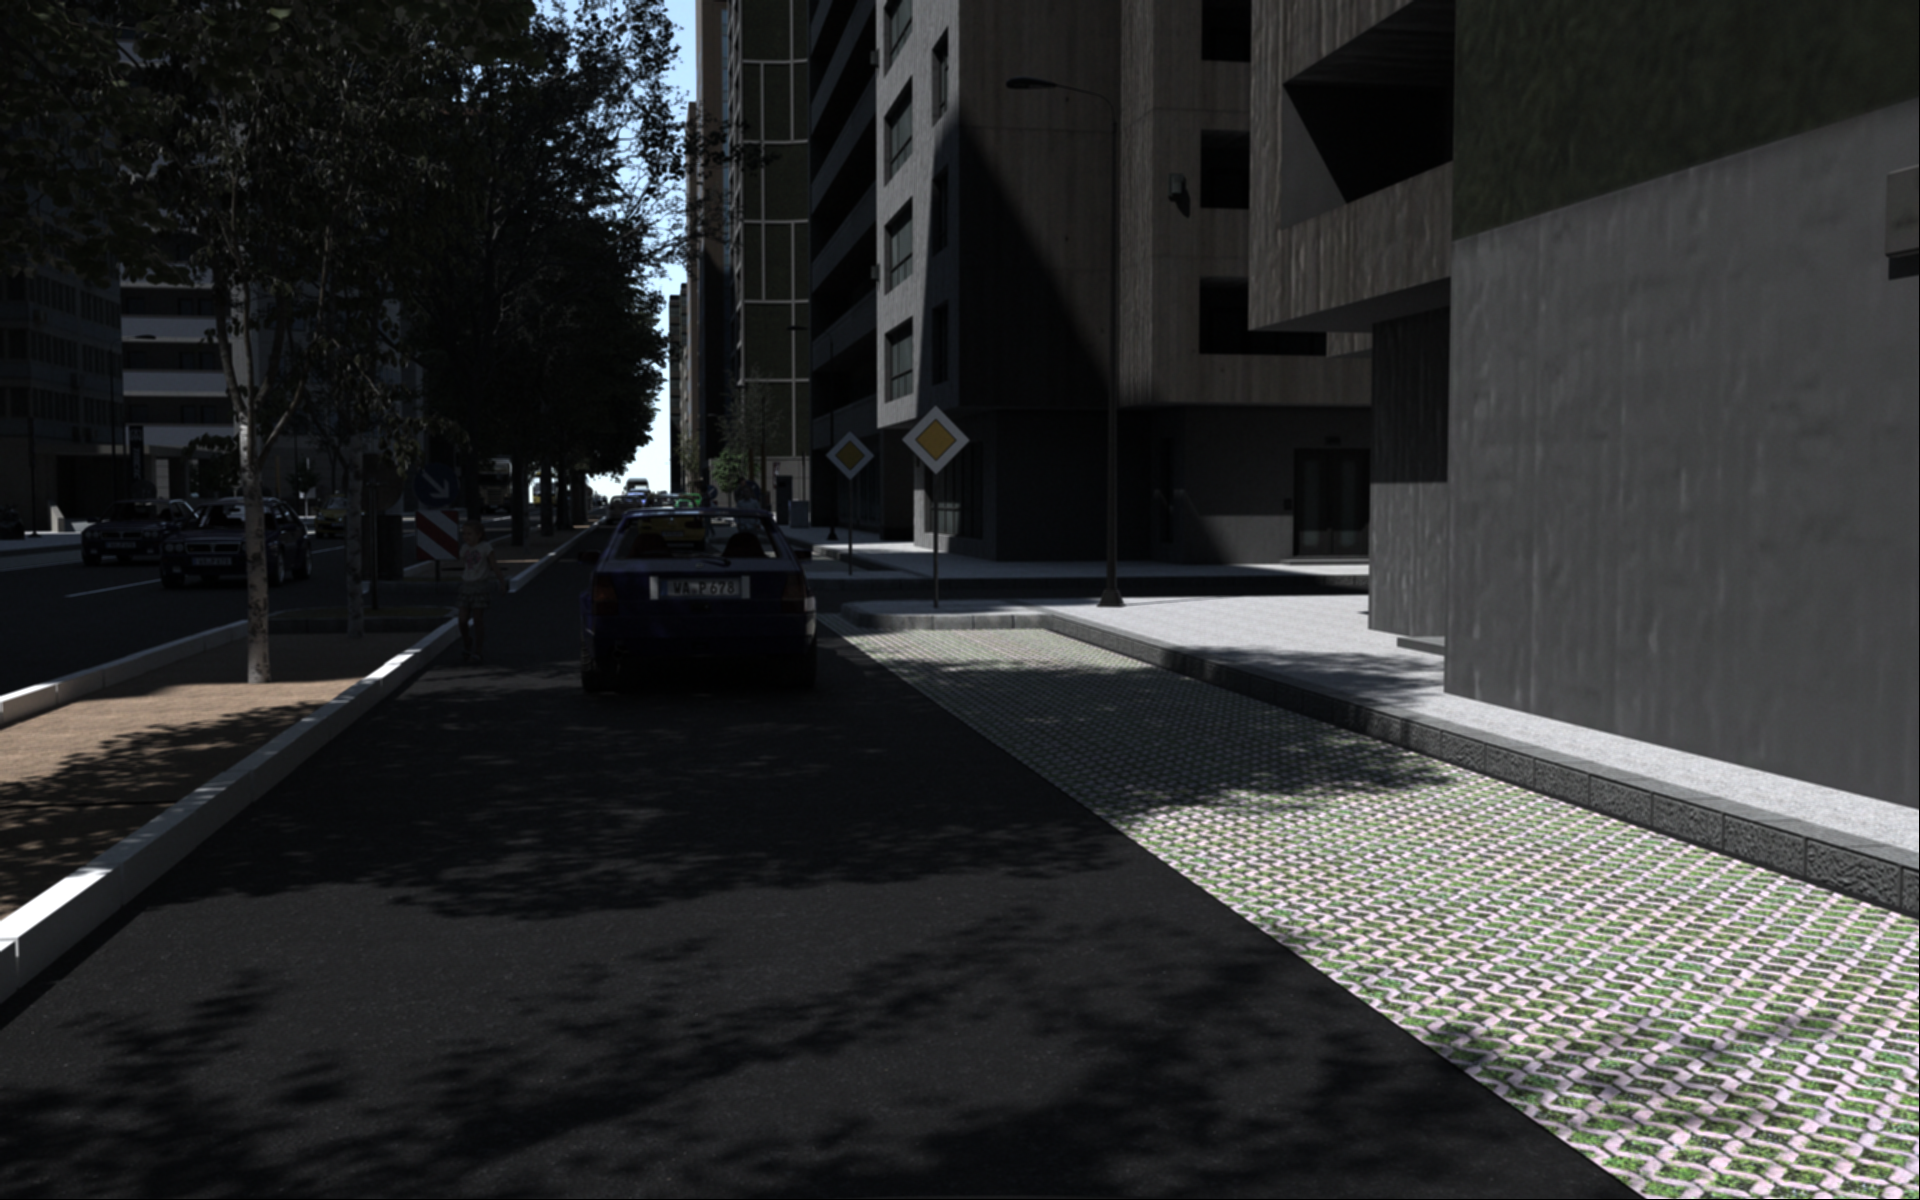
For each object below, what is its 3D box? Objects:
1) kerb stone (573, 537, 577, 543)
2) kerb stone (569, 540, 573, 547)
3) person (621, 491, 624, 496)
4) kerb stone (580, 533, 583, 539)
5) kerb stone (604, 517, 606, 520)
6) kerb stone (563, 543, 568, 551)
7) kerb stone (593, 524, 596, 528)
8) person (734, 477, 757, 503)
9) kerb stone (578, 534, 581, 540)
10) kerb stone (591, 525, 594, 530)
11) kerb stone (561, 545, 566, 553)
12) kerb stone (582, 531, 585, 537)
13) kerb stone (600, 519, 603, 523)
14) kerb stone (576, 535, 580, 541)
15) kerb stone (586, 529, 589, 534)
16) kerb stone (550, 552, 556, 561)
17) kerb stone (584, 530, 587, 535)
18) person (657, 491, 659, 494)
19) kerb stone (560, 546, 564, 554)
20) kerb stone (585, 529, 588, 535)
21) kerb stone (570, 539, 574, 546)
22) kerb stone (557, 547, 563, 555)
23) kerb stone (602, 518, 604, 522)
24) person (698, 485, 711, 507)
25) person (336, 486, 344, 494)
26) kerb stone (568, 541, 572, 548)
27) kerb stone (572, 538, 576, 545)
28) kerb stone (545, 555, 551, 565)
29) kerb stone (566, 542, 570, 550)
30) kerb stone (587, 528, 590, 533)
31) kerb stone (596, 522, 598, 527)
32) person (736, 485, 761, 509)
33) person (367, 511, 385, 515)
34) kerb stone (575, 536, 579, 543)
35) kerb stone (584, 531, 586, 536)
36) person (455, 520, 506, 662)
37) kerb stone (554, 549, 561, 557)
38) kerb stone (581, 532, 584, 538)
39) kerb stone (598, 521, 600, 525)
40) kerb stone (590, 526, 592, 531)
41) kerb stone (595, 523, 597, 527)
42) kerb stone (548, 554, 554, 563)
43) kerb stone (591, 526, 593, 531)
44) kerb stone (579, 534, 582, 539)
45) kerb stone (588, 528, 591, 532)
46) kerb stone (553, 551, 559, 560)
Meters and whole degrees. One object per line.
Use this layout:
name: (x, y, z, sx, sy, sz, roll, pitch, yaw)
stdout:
kerb stone: (-10.837, -1.600, 48.357, 0.120, 0.150, 1.000, -1, 4, -10)
kerb stone: (-10.273, -1.415, 45.328, 0.120, 0.150, 1.000, -1, 4, -10)
person: (-32.130, -9.526, 165.194, 0.436, 1.711, 0.756, 0, 4, 4)
kerb stone: (-11.782, -1.906, 53.401, 0.120, 0.150, 1.000, -1, 4, -10)
kerb stone: (-18.141, -4.004, 87.663, 0.120, 0.150, 1.000, -1, 4, -10)
kerb stone: (-9.710, -1.230, 42.314, 0.120, 0.150, 1.000, -1, 4, -10)
kerb stone: (-14.590, -2.833, 68.517, 0.120, 0.150, 1.000, -1, 4, -10)
person: (-5.237, -2.100, 42.636, 0.655, 1.846, 0.447, -2, 4, -28)
kerb stone: (-11.400, -1.784, 51.381, 0.120, 0.150, 1.000, -1, 4, -10)
kerb stone: (-14.023, -2.647, 65.500, 0.120, 0.150, 1.000, -1, 4, -10)
kerb stone: (-9.534, -1.163, 41.301, 0.120, 0.150, 1.000, -1, 4, -10)
kerb stone: (-12.149, -2.028, 55.413, 0.120, 0.150, 1.000, -1, 4, -10)
kerb stone: (-16.827, -3.573, 80.607, 0.120, 0.150, 1.000, -1, 4, -10)
kerb stone: (-11.217, -1.724, 50.375, 0.120, 0.150, 1.000, -1, 4, -10)
kerb stone: (-12.902, -2.278, 59.450, 0.120, 0.150, 1.000, -1, 4, -10)
kerb stone: (-8.594, -0.861, 36.270, 0.120, 0.150, 1.000, -1, 4, -10)
kerb stone: (-12.524, -2.154, 57.426, 0.120, 0.150, 1.000, -1, 4, -10)
person: (-29.900, -9.957, 171.823, 1.217, 1.766, 0.721, 1, 4, 18)
kerb stone: (-9.348, -1.107, 40.295, 0.120, 0.150, 1.000, -1, 4, -10)
kerb stone: (-12.711, -2.216, 58.431, 0.120, 0.150, 1.000, -1, 4, -10)
kerb stone: (-10.465, -1.477, 46.344, 0.120, 0.150, 1.000, -1, 4, -10)
kerb stone: (-9.153, -1.045, 39.285, 0.120, 0.150, 1.000, -1, 4, -10)
kerb stone: (-17.393, -3.757, 83.629, 0.120, 0.150, 1.000, -1, 4, -10)
person: (-8.283, -2.899, 56.743, 0.643, 1.720, 0.563, -1, 4, -19)
person: (-28.809, -4.405, 80.620, 0.635, 1.810, 0.391, -1, 4, -19)
kerb stone: (-10.085, -1.353, 44.323, 0.120, 0.150, 1.000, -1, 4, -10)
kerb stone: (-10.654, -1.534, 47.352, 0.120, 0.150, 1.000, -1, 4, -10)
kerb stone: (-8.223, -0.738, 34.258, 0.120, 0.150, 1.000, -1, 4, -10)
kerb stone: (-9.906, -1.290, 43.317, 0.120, 0.150, 1.000, -1, 4, -10)
kerb stone: (-13.084, -2.341, 60.463, 0.120, 0.150, 1.000, -1, 4, -10)
kerb stone: (-15.331, -3.080, 72.559, 0.120, 0.150, 1.000, -1, 4, -10)
person: (-3.929, -1.333, 32.099, 0.589, 1.601, 0.330, 1, 4, 15)
person: (-10.397, -1.361, 30.933, 0.473, 1.802, 0.592, 0, 4, 2)
kerb stone: (-11.023, -1.662, 49.365, 0.120, 0.150, 1.000, -1, 4, -10)
kerb stone: (-12.333, -2.091, 56.422, 0.120, 0.150, 1.000, -1, 4, -10)
person: (-4.106, -0.085, 14.898, 0.505, 1.210, 0.382, 1, 4, 15)
kerb stone: (-8.960, -0.984, 38.281, 0.120, 0.150, 1.000, -1, 4, -10)
kerb stone: (-11.968, -1.970, 54.405, 0.120, 0.150, 1.000, -1, 4, -10)
kerb stone: (-15.908, -3.263, 75.579, 0.120, 0.150, 1.000, -1, 4, -10)
kerb stone: (-13.650, -2.520, 63.490, 0.120, 0.150, 1.000, -1, 4, -10)
kerb stone: (-14.959, -2.957, 70.538, 0.120, 0.150, 1.000, -1, 4, -10)
kerb stone: (-8.405, -0.799, 35.266, 0.120, 0.150, 1.000, -1, 4, -10)
kerb stone: (-13.832, -2.587, 64.496, 0.120, 0.150, 1.000, -1, 4, -10)
kerb stone: (-11.589, -1.847, 52.392, 0.120, 0.150, 1.000, -1, 4, -10)
kerb stone: (-13.280, -2.395, 61.473, 0.120, 0.150, 1.000, -1, 4, -10)
kerb stone: (-8.778, -0.916, 37.276, 0.120, 0.150, 1.000, -1, 4, -10)
